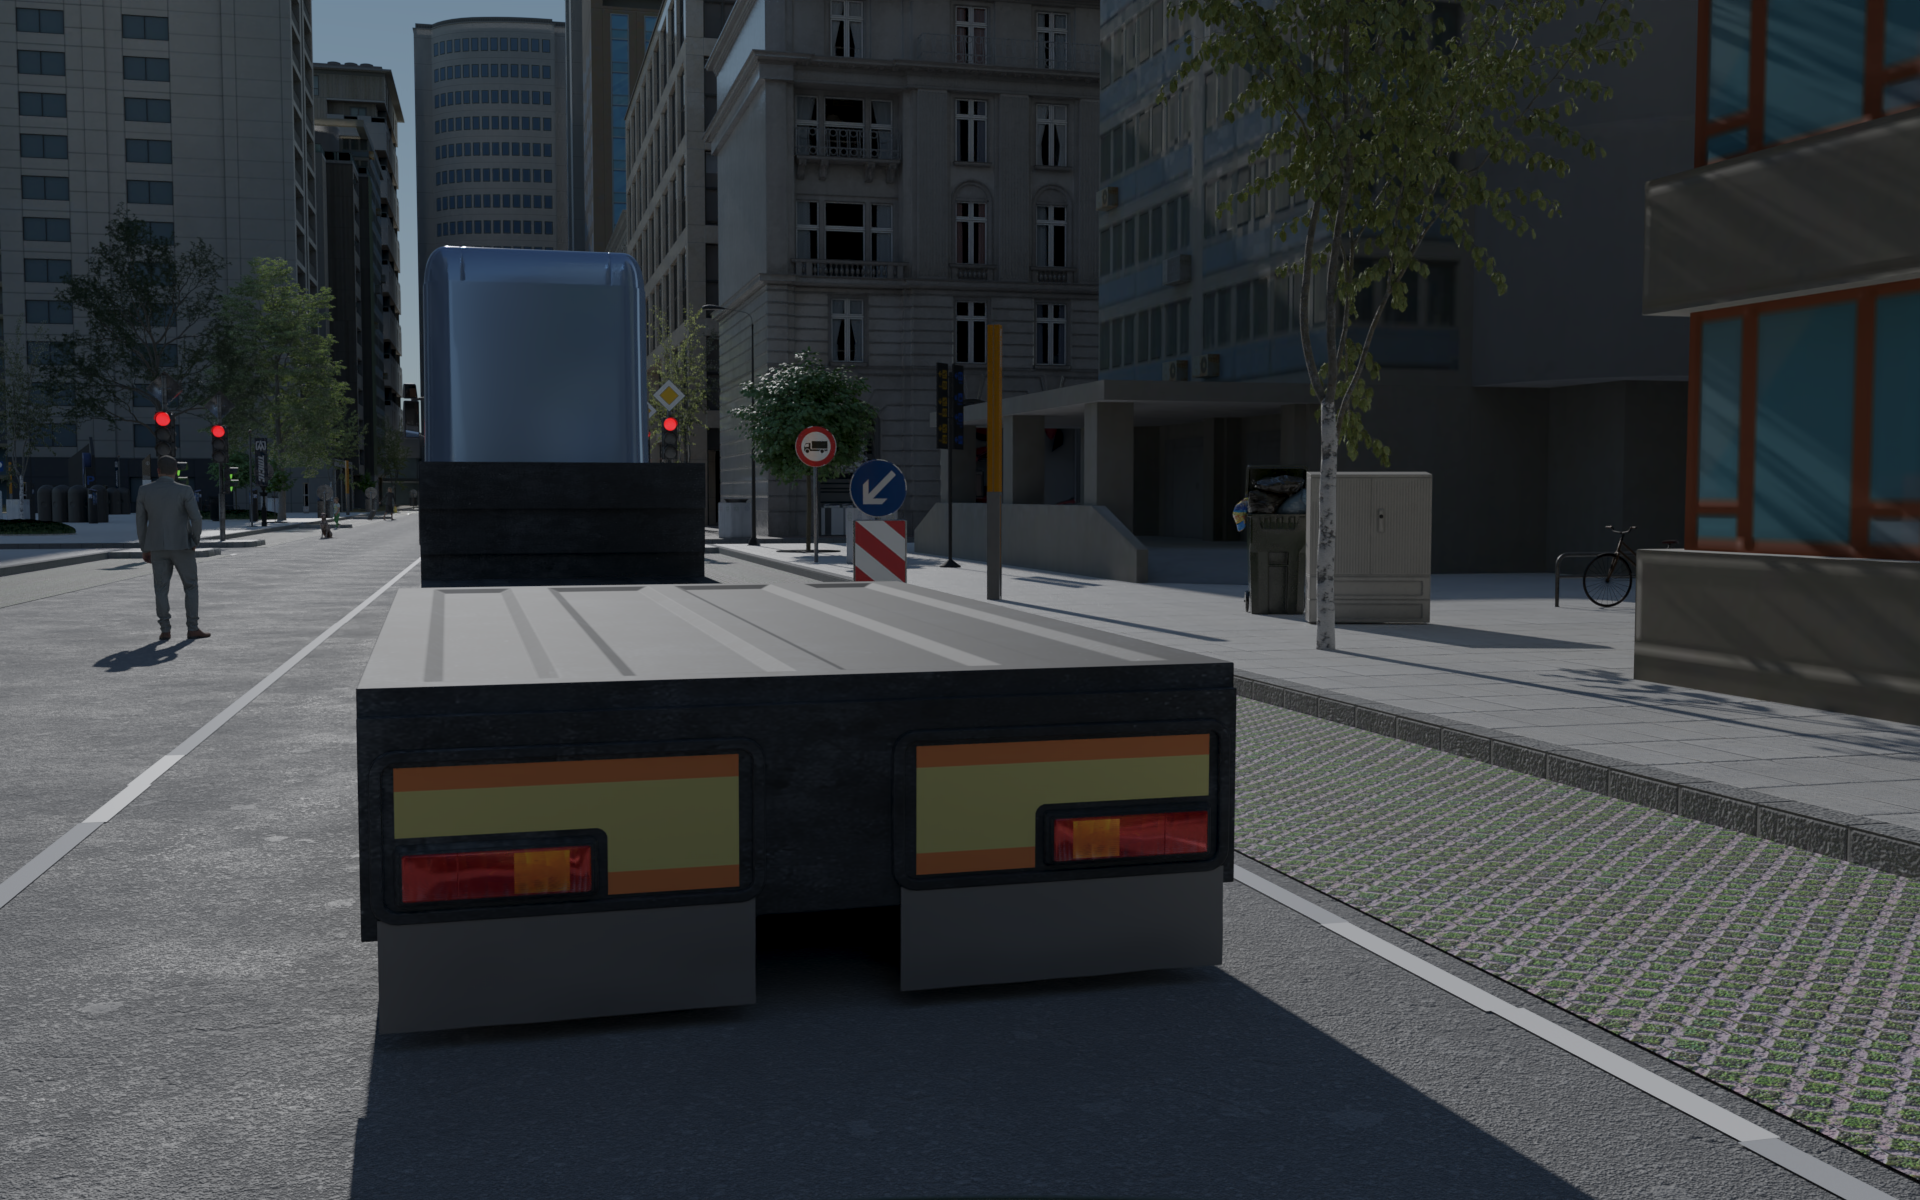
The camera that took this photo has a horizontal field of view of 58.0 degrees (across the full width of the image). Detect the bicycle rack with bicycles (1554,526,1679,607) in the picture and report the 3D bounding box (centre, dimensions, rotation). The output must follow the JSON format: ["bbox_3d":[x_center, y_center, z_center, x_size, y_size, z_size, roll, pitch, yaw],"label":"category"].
[{"bbox_3d":[8.096,-0.346,19.041,2.925,0.926,2.852,-1,4,-18],"label":"bicycle rack with bicycles"}]

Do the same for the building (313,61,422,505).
[{"bbox_3d":[-80.037,-38.016,210.792,27.495,52.752,28.713,-1,4,-15],"label":"building"}]

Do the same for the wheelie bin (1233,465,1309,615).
[{"bbox_3d":[3.431,-0.654,18.595,0.980,1.594,0.693,0,4,6],"label":"wheelie bin"}]

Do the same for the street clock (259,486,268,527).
[{"bbox_3d":[-27.513,-3.907,68.445,0.358,2.002,0.471,-1,4,-11],"label":"street clock"}]

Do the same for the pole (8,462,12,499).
[{"bbox_3d":[-60.706,-7.150,110.746,0.158,3.312,0.155,0,3,0],"label":"pole"}]

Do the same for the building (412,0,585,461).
[{"bbox_3d":[-51.994,-41.071,213.515,28.212,58.520,21.231,-1,4,-15],"label":"building"}]

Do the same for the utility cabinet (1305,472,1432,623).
[{"bbox_3d":[4.030,-0.515,17.106,1.173,1.500,0.318,0,4,3],"label":"utility cabinet"}]

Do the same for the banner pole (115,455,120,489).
[{"bbox_3d":[-54.183,-7.427,111.448,0.401,3.779,0.863,0,4,-3],"label":"banner pole"}]

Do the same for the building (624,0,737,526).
[{"bbox_3d":[-5.982,-17.348,88.158,19.350,26.468,34.151,-1,4,-15],"label":"building"}]

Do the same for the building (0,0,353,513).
[{"bbox_3d":[-55.723,-42.007,125.061,20.563,71.187,20.611,-1,4,-15],"label":"building"}]

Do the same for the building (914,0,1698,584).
[{"bbox_3d":[16.337,-20.955,34.492,32.217,40.220,23.993,-1,4,-15],"label":"building"}]

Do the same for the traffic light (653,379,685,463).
[{"bbox_3d":[-7.146,-3.278,42.515,0.839,4.253,0.868,-1,4,-15],"label":"traffic light"}]

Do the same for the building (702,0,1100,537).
[{"bbox_3d":[3.888,-13.349,60.063,24.055,21.916,13.314,-1,4,-15],"label":"building"}]

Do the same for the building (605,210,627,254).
[{"bbox_3d":[-17.078,-17.035,114.675,11.583,22.565,21.152,-1,4,-15],"label":"building"}]

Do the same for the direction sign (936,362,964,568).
[{"bbox_3d":[-0.171,-2.338,30.228,0.379,3.537,0.876,2,4,31],"label":"direction sign"}]

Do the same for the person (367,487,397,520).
[{"bbox_3d":[-31.446,-5.237,94.342,1.509,1.804,0.699,0,4,0],"label":"person"}]

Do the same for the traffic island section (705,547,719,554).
[{"bbox_3d":[-7.105,-1.245,42.640,2.009,0.180,2.903,-1,4,-15],"label":"traffic island section"}]

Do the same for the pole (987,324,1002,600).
[{"bbox_3d":[0.419,-1.659,20.968,0.158,3.312,0.155,0,3,0],"label":"pole"}]

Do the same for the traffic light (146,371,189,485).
[{"bbox_3d":[-18.125,-3.100,39.600,0.839,4.253,0.868,-1,4,-15],"label":"traffic light"}]

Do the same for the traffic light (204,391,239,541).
[{"bbox_3d":[-20.171,-3.572,47.319,0.839,4.253,0.868,-1,4,-15],"label":"traffic light"}]

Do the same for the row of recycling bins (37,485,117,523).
[{"bbox_3d":[-39.926,-4.330,77.910,3.534,1.692,1.069,1,4,14],"label":"row of recycling bins"}]

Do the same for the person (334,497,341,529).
[{"bbox_3d":[-25.335,-3.530,70.456,0.306,1.304,0.590,0,4,7],"label":"person"}]

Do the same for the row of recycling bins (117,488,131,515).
[{"bbox_3d":[-52.972,-6.138,107.469,1.069,1.692,3.534,1,4,19],"label":"row of recycling bins"}]

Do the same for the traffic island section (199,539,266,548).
[{"bbox_3d":[-20.213,-1.539,47.443,2.009,0.180,2.903,-1,4,-15],"label":"traffic island section"}]

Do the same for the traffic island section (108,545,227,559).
[{"bbox_3d":[-18.167,-1.067,39.724,2.009,0.180,2.903,-1,4,-15],"label":"traffic island section"}]

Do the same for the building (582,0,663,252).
[{"bbox_3d":[-23.657,-30.169,143.374,14.600,45.320,14.200,-1,4,-15],"label":"building"}]

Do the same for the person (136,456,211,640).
[{"bbox_3d":[-7.781,-0.520,17.095,0.635,1.810,0.391,-1,4,-16],"label":"person"}]

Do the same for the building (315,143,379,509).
[{"bbox_3d":[-56.623,-22.796,144.417,14.160,30.474,14.107,-1,4,-15],"label":"building"}]

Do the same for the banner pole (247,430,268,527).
[{"bbox_3d":[-27.440,-4.747,67.629,0.863,3.779,0.401,-2,4,-26],"label":"banner pole"}]

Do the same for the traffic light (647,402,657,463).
[{"bbox_3d":[-9.192,-3.750,50.235,0.839,4.253,0.868,-1,4,-15],"label":"traffic light"}]

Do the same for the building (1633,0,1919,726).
[{"bbox_3d":[21.723,-9.534,0.920,27.650,21.520,28.899,-1,4,-15],"label":"building"}]

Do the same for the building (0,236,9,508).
[{"bbox_3d":[-96.820,-31.536,170.233,28.867,44.769,22.147,-1,4,-15],"label":"building"}]

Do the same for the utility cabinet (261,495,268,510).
[{"bbox_3d":[-41.512,-5.637,103.322,0.306,1.237,1.020,-1,4,-16],"label":"utility cabinet"}]

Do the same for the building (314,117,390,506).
[{"bbox_3d":[-70.062,-29.399,172.562,23.993,40.220,32.217,-1,4,-15],"label":"building"}]

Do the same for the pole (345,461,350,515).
[{"bbox_3d":[-37.275,-6.821,105.366,0.158,3.312,0.155,0,3,0],"label":"pole"}]

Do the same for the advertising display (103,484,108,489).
[{"bbox_3d":[-56.941,-6.741,115.436,0.123,1.923,0.974,-2,4,-35],"label":"advertising display"}]

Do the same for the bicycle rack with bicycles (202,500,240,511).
[{"bbox_3d":[-44.253,-5.461,102.667,2.852,0.926,2.925,3,4,38],"label":"bicycle rack with bicycles"}]

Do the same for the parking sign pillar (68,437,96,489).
[{"bbox_3d":[-40.762,-5.666,81.112,1.447,3.967,1.447,-2,4,-30],"label":"parking sign pillar"}]

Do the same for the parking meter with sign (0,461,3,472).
[{"bbox_3d":[-51.594,-5.884,92.457,0.543,3.016,1.738,-3,5,-44],"label":"parking meter with sign"}]
